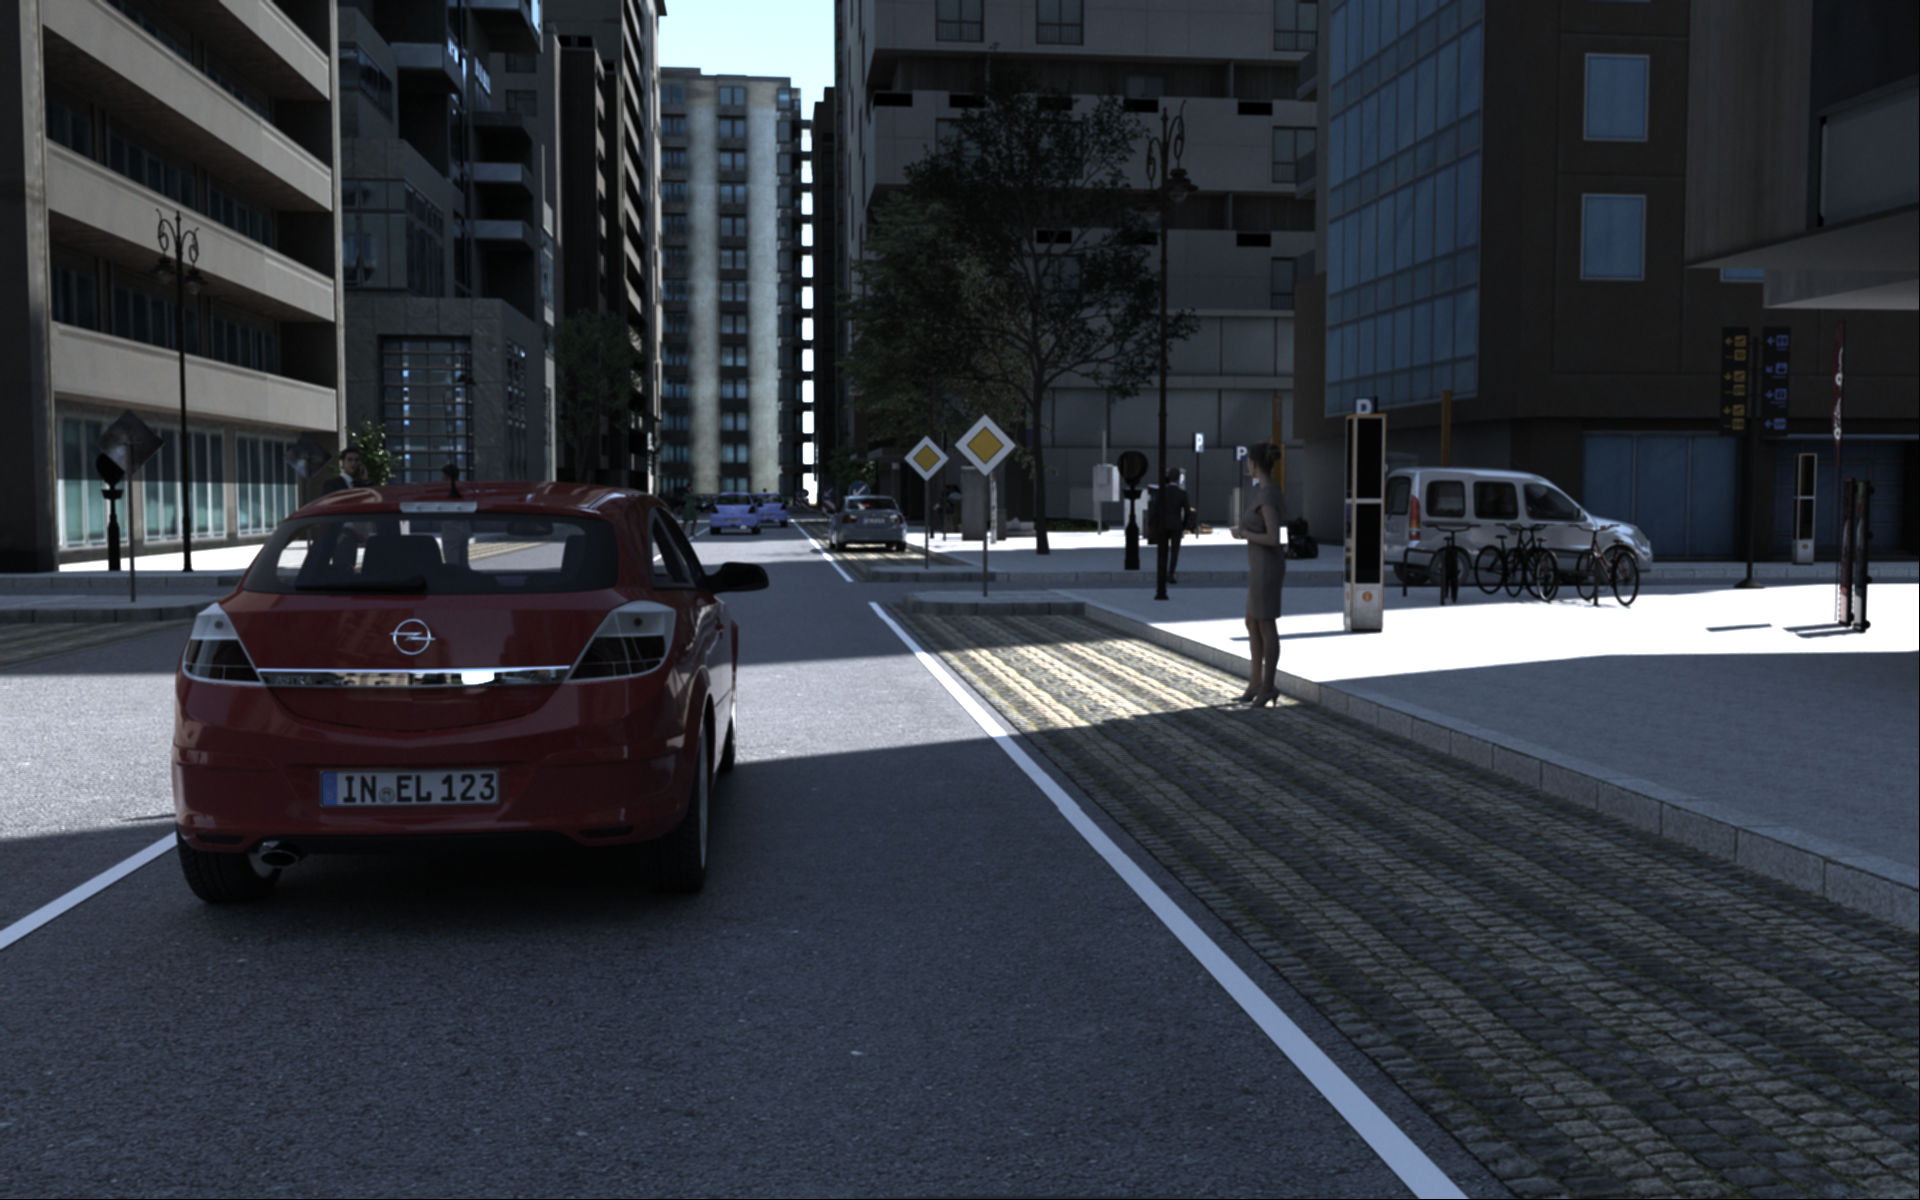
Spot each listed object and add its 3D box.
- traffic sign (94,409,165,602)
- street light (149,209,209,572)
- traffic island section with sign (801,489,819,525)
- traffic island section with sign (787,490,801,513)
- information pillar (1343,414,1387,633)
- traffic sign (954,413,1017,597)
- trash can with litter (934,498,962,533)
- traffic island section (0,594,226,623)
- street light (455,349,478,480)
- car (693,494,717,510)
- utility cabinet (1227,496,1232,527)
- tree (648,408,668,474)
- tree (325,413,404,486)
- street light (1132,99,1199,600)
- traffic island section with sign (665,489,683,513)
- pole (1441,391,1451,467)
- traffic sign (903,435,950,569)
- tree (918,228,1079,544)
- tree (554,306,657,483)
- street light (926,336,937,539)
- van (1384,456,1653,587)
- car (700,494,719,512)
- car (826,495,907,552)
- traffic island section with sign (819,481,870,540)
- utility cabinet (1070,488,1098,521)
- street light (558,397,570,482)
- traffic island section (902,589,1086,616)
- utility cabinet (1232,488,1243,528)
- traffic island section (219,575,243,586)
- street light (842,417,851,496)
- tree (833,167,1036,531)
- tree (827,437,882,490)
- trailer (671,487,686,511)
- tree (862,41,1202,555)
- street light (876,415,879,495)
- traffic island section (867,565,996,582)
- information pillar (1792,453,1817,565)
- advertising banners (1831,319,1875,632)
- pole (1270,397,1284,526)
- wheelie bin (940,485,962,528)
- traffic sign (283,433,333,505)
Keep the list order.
[{"bbox_3d":[-9.822,-1.032,20.518,0.795,2.450,0.064,0,4,-6],"label":"traffic sign"},{"bbox_3d":[-12.743,-3.401,28.401,0.468,5.910,1.993,0,4,-6],"label":"street light"},{"bbox_3d":[-6.318,-4.451,81.401,1.989,1.847,2.006,0,4,-6],"label":"traffic island section with sign"},{"bbox_3d":[-11.822,-7.470,130.769,1.989,1.847,2.006,0,4,-6],"label":"traffic island section with sign"},{"bbox_3d":[3.759,-0.710,16.099,0.304,2.012,0.304,0,4,-1],"label":"information pillar"},{"bbox_3d":[0.312,-1.100,21.622,0.795,2.450,0.064,0,4,-6],"label":"traffic sign"},{"bbox_3d":[-0.280,-2.761,56.536,1.055,1.170,0.624,-3,5,-41],"label":"trash can with litter"},{"bbox_3d":[-9.845,0.104,20.577,2.009,0.180,2.903,0,4,-6],"label":"traffic island section"},{"bbox_3d":[-15.740,-5.049,55.343,0.468,5.910,1.993,0,4,-6],"label":"street light"},{"bbox_3d":[-20.047,-7.571,135.582,2.131,1.459,4.920,0,4,-7],"label":"car"},{"bbox_3d":[10.859,-3.406,66.844,1.020,1.237,0.306,-1,4,-11],"label":"utility cabinet"},{"bbox_3d":[-26.484,-11.817,143.562,4.360,8.622,3.978,0,3,0],"label":"tree"},{"bbox_3d":[-14.264,-2.878,41.655,1.663,3.219,1.824,0,3,0],"label":"tree"},{"bbox_3d":[2.447,-2.940,20.860,0.468,5.910,1.993,0,4,-6],"label":"street light"},{"bbox_3d":[-21.670,-7.404,129.686,1.989,1.847,2.006,0,4,-6],"label":"traffic island section with sign"},{"bbox_3d":[9.591,-2.470,34.232,0.158,3.312,0.155,0,3,0],"label":"pole"},{"bbox_3d":[-0.572,-1.585,29.558,0.795,2.450,0.064,0,4,-6],"label":"traffic sign"},{"bbox_3d":[0.893,-5.727,43.993,4.360,8.622,3.978,0,3,0],"label":"tree"},{"bbox_3d":[-20.773,-10.342,94.849,9.928,11.665,9.643,0,3,0],"label":"tree"},{"bbox_3d":[-0.808,-4.707,49.745,0.468,5.910,1.993,0,4,-6],"label":"street light"},{"bbox_3d":[8.631,-1.219,26.945,4.112,2.044,2.013,0,4,-6],"label":"van"},{"bbox_3d":[-20.318,-7.944,141.680,2.131,1.459,4.920,0,4,-7],"label":"car"},{"bbox_3d":[-2.382,-1.967,44.159,2.014,1.417,4.499,0,4,-8],"label":"car"},{"bbox_3d":[-3.306,-2.800,54.405,1.989,1.847,2.006,0,4,-6],"label":"traffic island section with sign"},{"bbox_3d":[4.681,-3.458,65.216,1.173,1.500,0.318,3,5,44],"label":"utility cabinet"},{"bbox_3d":[-18.765,-6.697,82.283,0.468,5.910,1.993,0,4,-6],"label":"street light"},{"bbox_3d":[0.335,0.035,21.702,2.009,0.180,2.903,0,4,-6],"label":"traffic island section"},{"bbox_3d":[10.810,-3.441,64.947,1.173,1.500,0.318,0,4,-7],"label":"utility cabinet"},{"bbox_3d":[-10.729,-0.381,28.513,2.009,0.180,2.903,0,4,-6],"label":"traffic island section"},{"bbox_3d":[-6.804,-8.031,104.087,0.468,5.910,1.993,0,4,-6],"label":"street light"},{"bbox_3d":[-1.125,-8.727,60.811,7.486,12.596,7.792,0,3,0],"label":"tree"},{"bbox_3d":[-6.033,-7.117,100.077,4.285,4.588,4.351,0,3,0],"label":"tree"},{"bbox_3d":[-23.328,-8.376,143.999,1.471,1.999,3.904,0,4,-7],"label":"trailer"},{"bbox_3d":[1.427,-6.246,36.531,7.601,10.594,8.767,0,4,-8],"label":"tree"},{"bbox_3d":[-3.708,-6.383,77.155,0.468,5.910,1.993,0,4,-6],"label":"street light"},{"bbox_3d":[-0.550,-0.450,29.638,2.009,0.180,2.903,0,4,-6],"label":"traffic island section"},{"bbox_3d":[15.250,-1.639,31.284,0.304,2.012,0.304,1,4,12],"label":"information pillar"},{"bbox_3d":[8.666,-1.264,16.862,0.090,3.025,2.074,1,4,18],"label":"advertising banners"},{"bbox_3d":[6.647,-2.602,36.383,0.158,3.312,0.155,0,3,0],"label":"pole"},{"bbox_3d":[-0.254,-3.077,58.212,0.693,1.594,0.980,-3,5,-42],"label":"wheelie bin"},{"bbox_3d":[-10.706,-1.518,28.454,0.795,2.450,0.064,0,4,-6],"label":"traffic sign"}]
